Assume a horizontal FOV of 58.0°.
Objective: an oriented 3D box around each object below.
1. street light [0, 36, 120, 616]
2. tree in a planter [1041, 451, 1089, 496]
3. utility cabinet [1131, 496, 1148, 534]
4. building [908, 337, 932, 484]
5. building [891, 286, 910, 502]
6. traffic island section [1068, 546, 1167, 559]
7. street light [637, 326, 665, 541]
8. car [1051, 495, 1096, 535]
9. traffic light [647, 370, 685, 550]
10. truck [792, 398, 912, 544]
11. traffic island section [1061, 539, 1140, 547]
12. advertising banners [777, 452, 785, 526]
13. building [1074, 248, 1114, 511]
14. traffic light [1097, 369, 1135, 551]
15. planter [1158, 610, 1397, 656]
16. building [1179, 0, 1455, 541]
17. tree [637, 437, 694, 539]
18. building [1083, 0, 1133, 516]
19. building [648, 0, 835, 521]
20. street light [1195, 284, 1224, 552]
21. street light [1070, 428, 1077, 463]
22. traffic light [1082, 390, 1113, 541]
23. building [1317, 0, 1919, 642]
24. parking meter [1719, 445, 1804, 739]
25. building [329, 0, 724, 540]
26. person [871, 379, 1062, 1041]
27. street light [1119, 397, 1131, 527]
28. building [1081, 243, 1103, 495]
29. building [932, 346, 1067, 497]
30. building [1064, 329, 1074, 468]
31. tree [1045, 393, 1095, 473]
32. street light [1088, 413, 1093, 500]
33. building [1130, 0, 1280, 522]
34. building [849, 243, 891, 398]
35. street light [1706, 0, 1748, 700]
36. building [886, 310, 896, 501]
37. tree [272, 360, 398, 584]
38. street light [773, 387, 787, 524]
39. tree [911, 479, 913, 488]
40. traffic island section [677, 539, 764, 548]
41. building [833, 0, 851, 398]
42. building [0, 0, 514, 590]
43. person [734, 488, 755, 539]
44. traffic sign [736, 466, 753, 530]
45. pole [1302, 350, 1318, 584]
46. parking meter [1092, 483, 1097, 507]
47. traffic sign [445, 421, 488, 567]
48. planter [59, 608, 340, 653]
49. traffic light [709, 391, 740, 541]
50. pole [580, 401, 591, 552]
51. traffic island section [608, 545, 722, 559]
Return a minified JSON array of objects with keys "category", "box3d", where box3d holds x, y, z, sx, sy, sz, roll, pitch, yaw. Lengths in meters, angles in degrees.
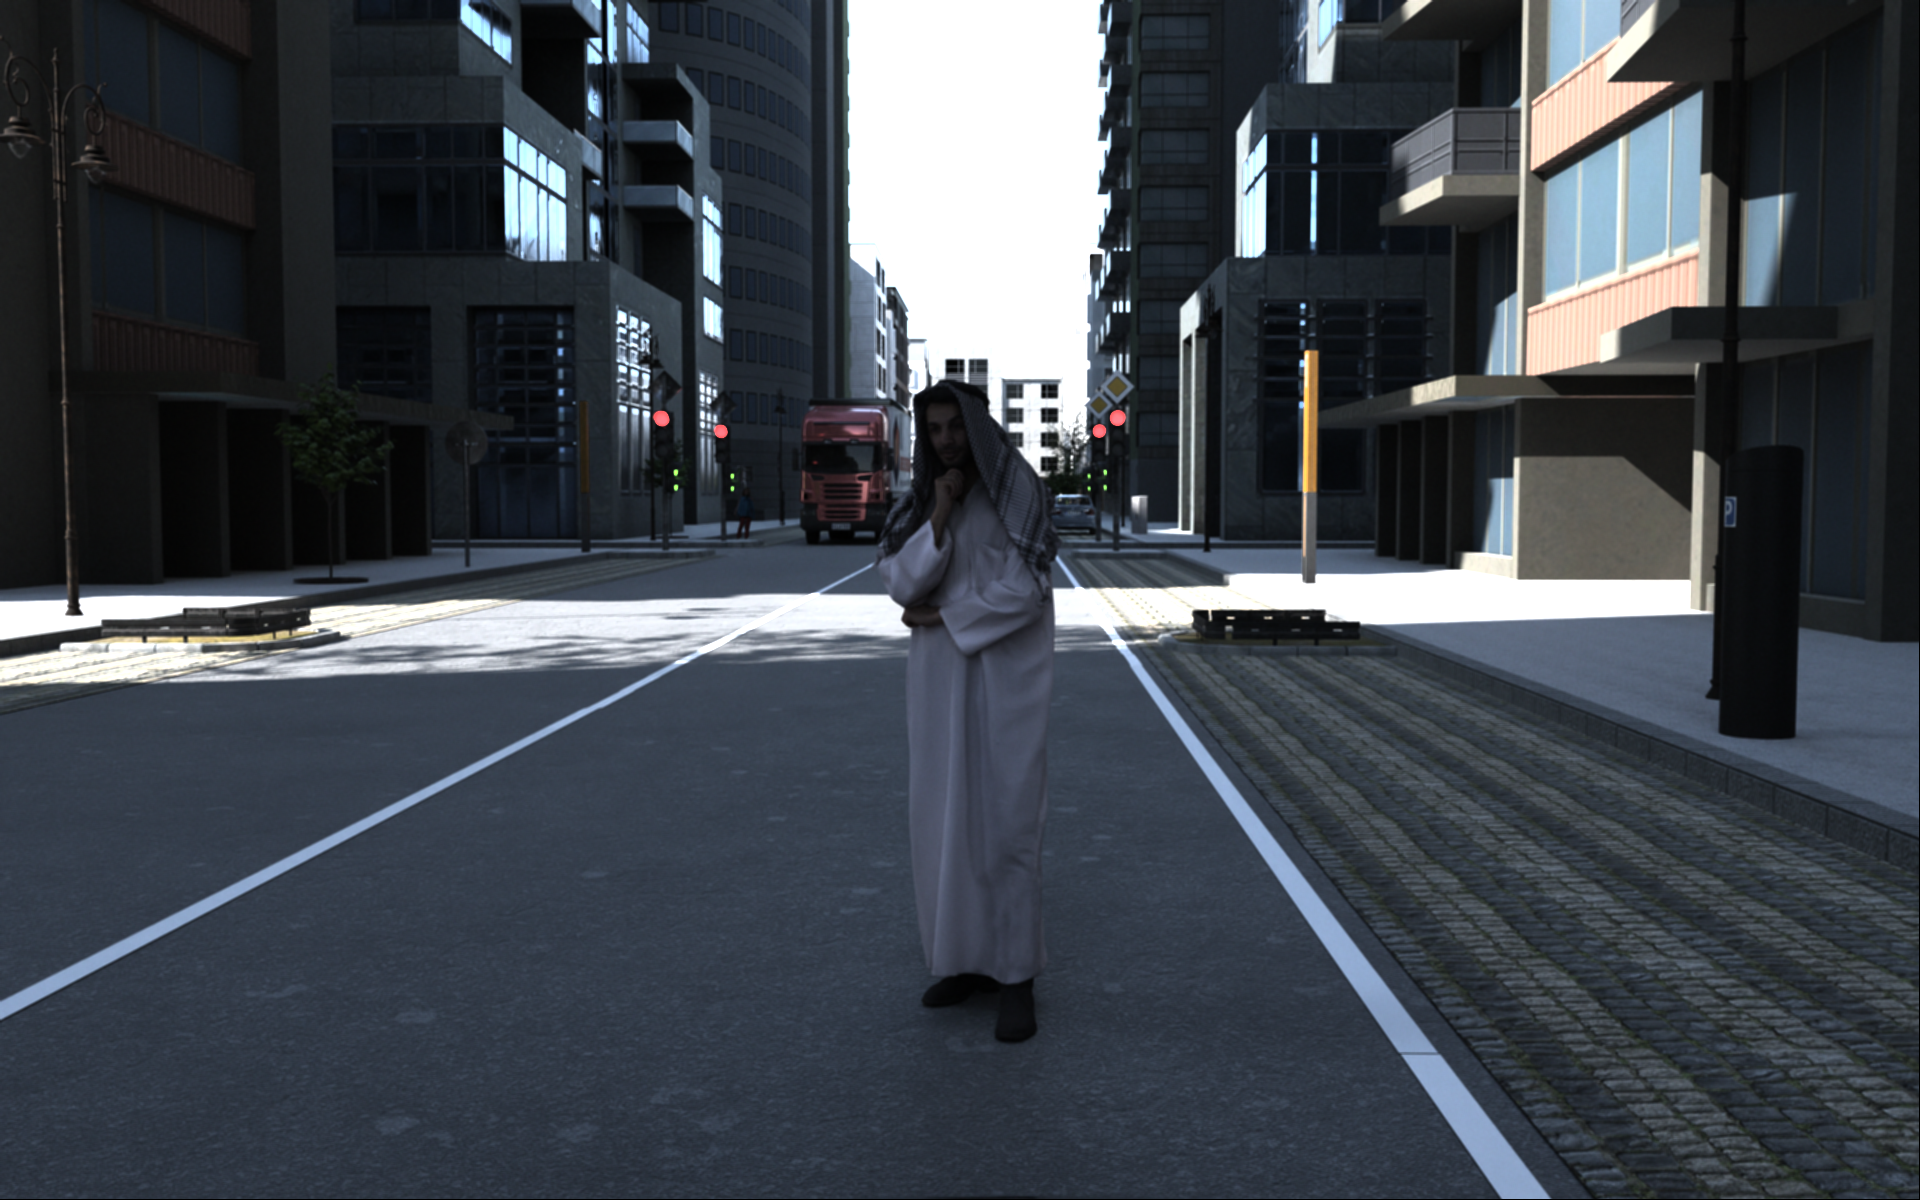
[{"category":"street light","box3d":[-9.369,-2.773,18.134,0.468,5.910,1.993,0,4,2]},{"category":"tree in a planter","box3d":[4.498,-4.565,71.867,1.991,3.239,1.994,0,4,2]},{"category":"utility cabinet","box3d":[5.785,-2.738,55.920,0.306,1.237,1.020,0,4,-8]},{"category":"building","box3d":[-9.463,-21.975,215.707,11.380,20.091,16.016,0,4,2]},{"category":"building","box3d":[-22.191,-20.842,184.737,32.646,21.610,27.936,0,4,2]},{"category":"traffic island section","box3d":[3.552,-1.032,39.154,2.009,0.180,2.903,0,4,2]},{"category":"street light","box3d":[-8.486,-4.582,47.704,0.468,5.910,1.993,0,4,2]},{"category":"car","box3d":[4.012,-3.043,61.749,2.014,1.417,4.499,0,4,3]},{"category":"traffic light","box3d":[-6.685,-3.083,39.321,0.839,4.253,0.868,0,4,2]},{"category":"truck","box3d":[-3.091,-3.918,52.971,2.839,4.237,11.283,0,4,2]},{"category":"traffic island section","box3d":[3.785,-1.520,47.136,2.009,0.180,2.903,0,4,2]},{"category":"advertising banners","box3d":[-7.364,-4.593,71.283,0.090,3.025,2.074,-1,4,-12]},{"category":"building","box3d":[17.329,-17.046,135.116,16.016,20.091,11.380,0,4,2]},{"category":"traffic light","box3d":[3.513,-3.065,39.041,0.839,4.253,0.868,0,4,2]},{"category":"planter","box3d":[2.877,0.302,16.205,1.991,0.319,1.994,0,4,2]},{"category":"building","box3d":[23.067,-45.434,55.520,31.000,86.520,22.319,0,4,2]},{"category":"tree","box3d":[-8.549,-3.407,50.310,1.663,3.219,1.824,0,3,0]},{"category":"building","box3d":[19.868,-29.740,105.855,23.786,49.044,30.456,0,4,2]},{"category":"building","box3d":[-18.602,-33.623,91.742,21.231,58.520,28.212,0,4,2]},{"category":"street light","box3d":[5.484,-4.005,38.277,0.468,5.910,1.993,0,4,2]},{"category":"street light","box3d":[7.957,-9.110,121.728,0.468,5.910,1.993,0,4,2]},{"category":"traffic light","box3d":[3.745,-3.554,47.023,0.839,4.253,0.868,0,4,2]},{"category":"building","box3d":[17.825,-22.448,21.647,22.147,44.769,28.867,0,4,2]},{"category":"parking meter","box3d":[4.248,-0.048,9.188,0.372,1.533,0.369,0,3,0]},{"category":"building","box3d":[-20.371,-45.792,61.372,22.319,86.520,31.000,0,4,2]},{"category":"person","box3d":[0.018,0.268,4.788,0.551,1.740,0.621,1,4,9]},{"category":"street light","box3d":[6.419,-5.823,67.994,0.468,5.910,1.993,0,4,2]},{"category":"building","box3d":[24.877,-19.135,156.832,27.936,21.610,32.646,0,4,2]},{"category":"building","box3d":[12.580,-21.363,215.744,31.486,18.905,16.747,0,4,2]},{"category":"building","box3d":[18.923,-19.749,179.308,16.016,20.091,11.380,0,4,2]},{"category":"tree","box3d":[8.253,-10.690,125.142,4.360,8.622,3.978,0,3,0]},{"category":"street light","box3d":[7.206,-7.453,94.652,0.468,5.910,1.993,0,4,2]},{"category":"building","box3d":[15.263,-24.489,83.988,14.154,41.232,14.086,0,4,2]},{"category":"building","box3d":[-20.880,-18.068,139.380,27.936,21.610,32.646,0,4,2]},{"category":"street light","box3d":[4.775,-2.318,10.687,0.468,5.910,1.993,0,4,2]},{"category":"building","box3d":[-13.887,-18.641,161.204,16.016,20.091,11.380,0,4,2]},{"category":"tree","box3d":[-9.007,-1.866,25.106,1.663,3.219,1.824,0,3,0]},{"category":"street light","box3d":[-7.773,-6.258,75.104,0.468,5.910,1.993,0,4,2]},{"category":"tree","box3d":[-4.623,-11.514,182.850,1.663,3.219,1.824,0,3,0]},{"category":"traffic island section","box3d":[-6.492,-1.539,47.439,2.009,0.180,2.903,0,4,2]},{"category":"building","box3d":[-14.805,-26.299,113.591,14.154,41.232,14.086,0,4,2]},{"category":"building","box3d":[-24.666,-22.780,27.073,28.867,44.769,22.147,0,4,2]},{"category":"person","box3d":[-6.519,-2.586,52.489,0.593,1.614,0.444,0,4,7]},{"category":"traffic sign","box3d":[-7.745,-3.683,62.352,0.606,2.300,0.079,0,4,6]},{"category":"pole","box3d":[4.998,-1.888,24.718,0.158,3.312,0.155,0,3,0]},{"category":"parking meter","box3d":[6.892,-5.085,88.855,0.255,1.863,0.399,0,4,-2]},{"category":"traffic sign","box3d":[-8.661,-1.852,30.385,0.768,2.556,0.104,0,4,5]},{"category":"planter","box3d":[-7.075,0.284,16.500,1.991,0.319,1.994,0,4,2]},{"category":"traffic light","box3d":[-6.452,-3.571,47.303,0.839,4.253,0.868,0,4,2]},{"category":"pole","box3d":[-8.247,-2.706,38.093,0.158,3.312,0.155,0,3,0]},{"category":"traffic island section","box3d":[-6.725,-1.051,39.457,2.009,0.180,2.903,0,4,2]}]
